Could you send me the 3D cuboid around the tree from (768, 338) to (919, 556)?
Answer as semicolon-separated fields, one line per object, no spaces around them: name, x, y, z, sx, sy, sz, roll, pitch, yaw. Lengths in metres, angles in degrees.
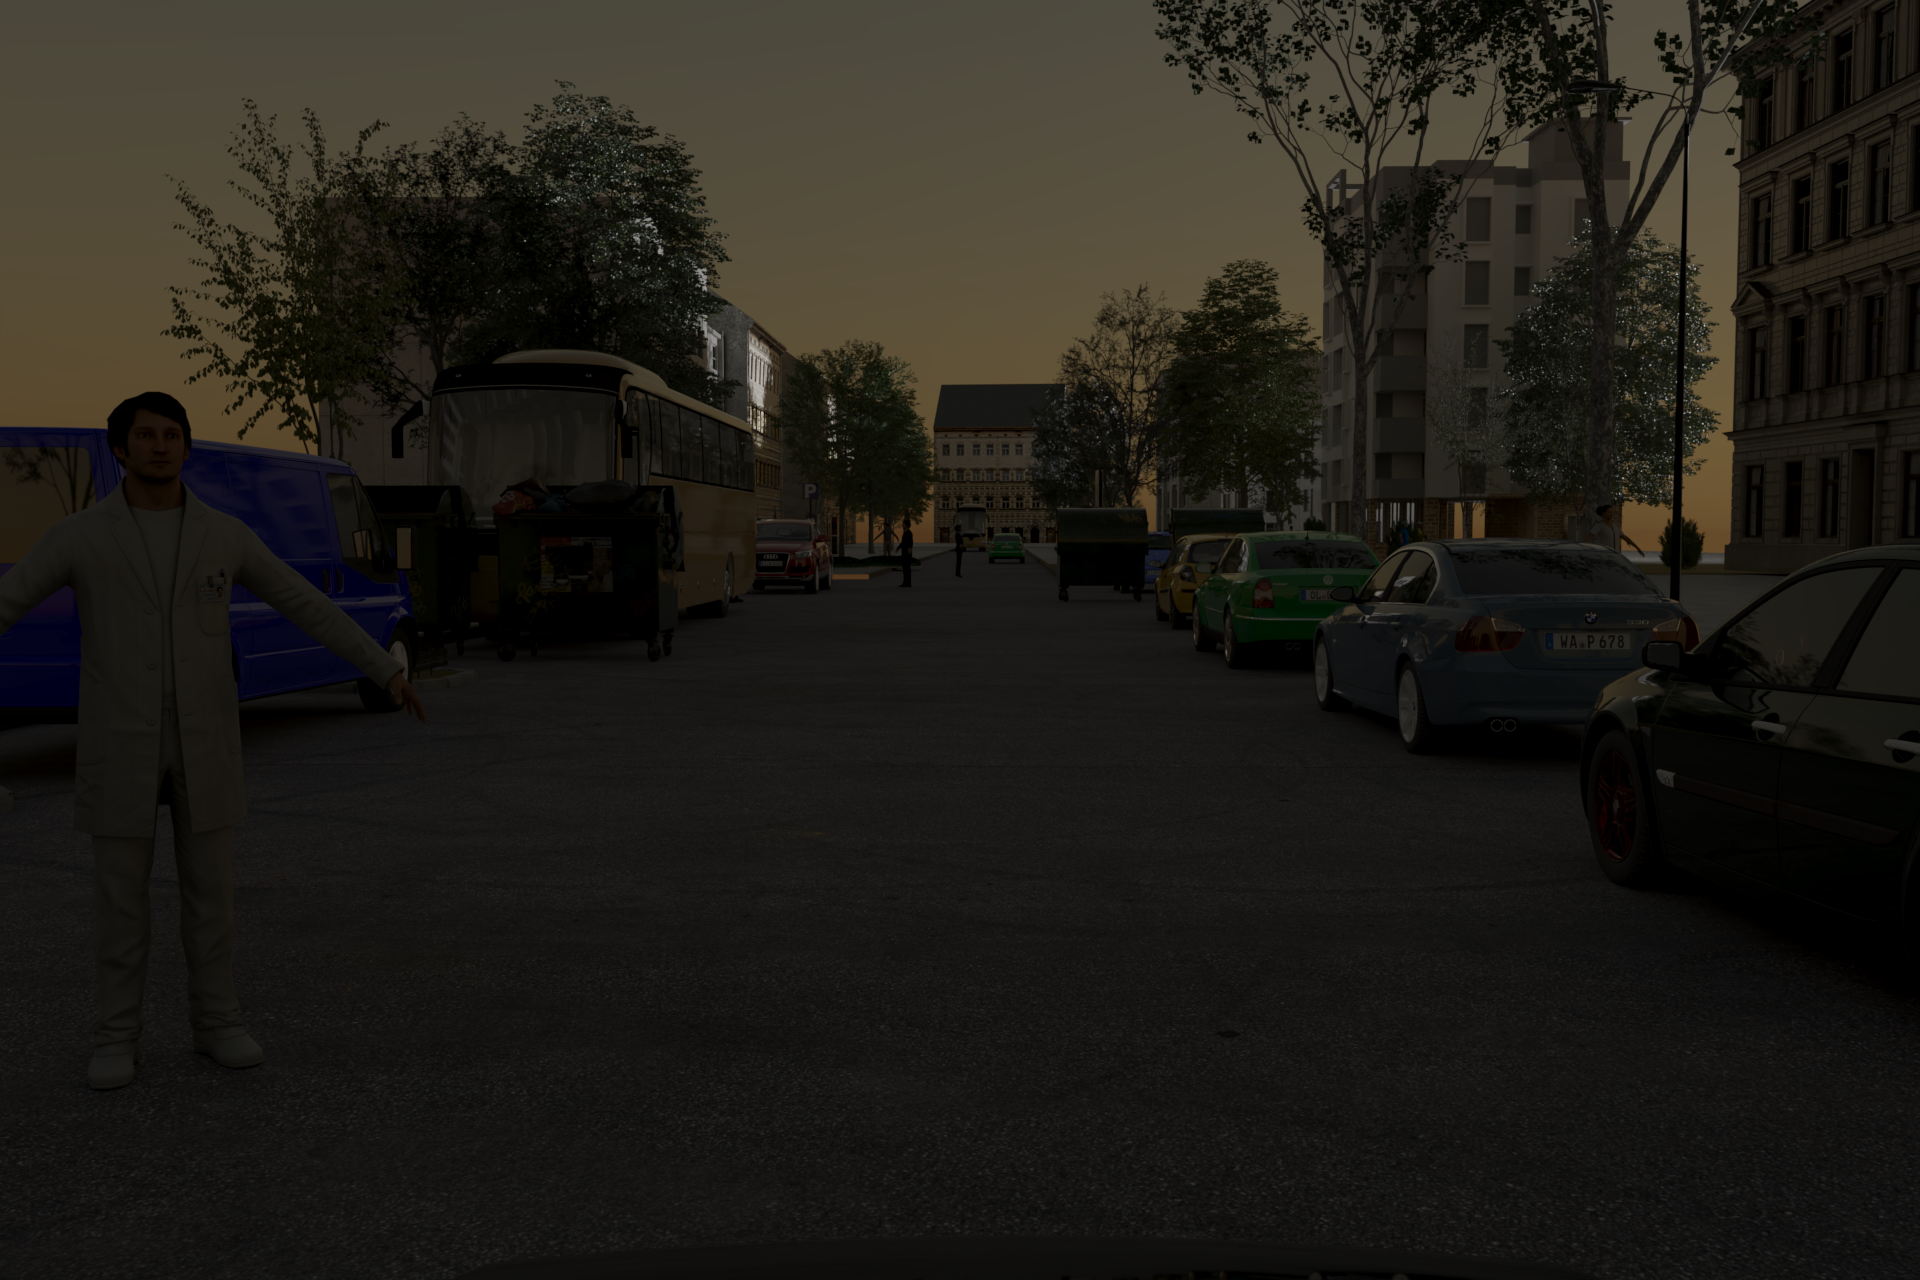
tree;-6.072;-10.091;90.747;9.928;11.665;9.643;0;3;0

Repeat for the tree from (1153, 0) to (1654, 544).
tree;11.834;-11.538;44.530;12.611;20.169;13.585;0;3;0

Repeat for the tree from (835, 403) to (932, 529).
tree;-5.611;-12.403;128.549;9.928;11.665;9.643;0;3;0

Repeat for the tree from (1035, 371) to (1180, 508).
tree;8.676;-10.007;98.031;8.767;10.594;7.601;-1;4;-18

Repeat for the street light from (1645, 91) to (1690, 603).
street light;7.971;-2.770;17.835;1.470;5.913;1.316;0;4;1

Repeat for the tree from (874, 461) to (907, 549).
tree;-5.706;-12.030;147.045;4.737;8.622;4.395;0;3;0

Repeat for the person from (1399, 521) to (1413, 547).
person;17.676;-3.833;68.790;0.704;1.817;1.347;2;4;31

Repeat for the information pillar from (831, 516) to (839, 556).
information pillar;-5.131;-4.066;70.978;0.304;2.012;0.304;0;4;2

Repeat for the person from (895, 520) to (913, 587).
person;-1.473;-2.335;46.821;0.705;1.806;1.347;-1;4;-18

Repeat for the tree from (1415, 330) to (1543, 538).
tree;18.161;-6.873;62.742;4.360;8.622;3.978;0;3;0

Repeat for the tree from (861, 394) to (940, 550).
tree;-5.444;-13.456;138.131;7.486;12.596;7.792;0;3;0

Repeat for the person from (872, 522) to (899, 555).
person;-3.185;-4.226;75.369;1.348;1.796;0.705;-2;4;-32

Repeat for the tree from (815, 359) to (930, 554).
tree;-5.734;-11.849;111.854;7.486;12.596;7.792;0;3;0

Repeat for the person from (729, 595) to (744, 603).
person;-4.730;-1.710;36.197;0.705;1.856;1.354;1;4;17

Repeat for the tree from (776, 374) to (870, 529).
tree;-6.816;-7.921;79.879;4.360;8.622;3.978;0;3;0

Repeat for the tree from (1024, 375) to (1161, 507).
tree;9.952;-13.457;130.394;12.009;13.543;11.850;0;3;0

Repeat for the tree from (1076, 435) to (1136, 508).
tree;9.345;-10.290;118.600;4.360;8.622;3.978;0;3;0

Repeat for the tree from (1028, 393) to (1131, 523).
tree;10.348;-14.824;149.024;9.857;13.997;8.962;0;3;0

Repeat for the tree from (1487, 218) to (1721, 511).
tree;26.581;-10.066;71.236;9.857;13.997;8.962;0;3;0

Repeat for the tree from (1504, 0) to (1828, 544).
tree;11.086;-10.394;25.829;12.611;20.169;13.585;0;3;0

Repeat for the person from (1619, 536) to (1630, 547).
person;18.604;-2.675;49.910;1.345;1.807;0.704;1;4;17

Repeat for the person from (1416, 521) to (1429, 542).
person;20.029;-4.245;75.379;0.705;1.833;1.349;3;5;42

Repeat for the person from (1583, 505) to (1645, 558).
person;10.046;-1.221;26.729;1.217;1.739;0.721;-1;4;-20

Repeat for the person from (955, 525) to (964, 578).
person;0.041;-2.931;57.104;0.721;1.740;1.216;0;4;-1

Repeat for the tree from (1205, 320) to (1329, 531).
tree;10.653;-6.629;58.739;4.737;8.622;4.395;0;3;0

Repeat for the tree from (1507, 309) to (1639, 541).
tree;20.271;-6.478;56.279;4.360;8.622;3.978;0;3;0

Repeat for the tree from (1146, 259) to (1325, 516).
tree;11.513;-9.429;72.296;7.486;12.596;7.792;0;3;0

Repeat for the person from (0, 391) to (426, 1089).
person;-2.127;0.246;4.619;1.347;1.806;0.705;-2;4;-34

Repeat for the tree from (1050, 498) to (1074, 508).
tree;10.142;-12.742;158.695;4.737;8.622;4.395;0;3;0

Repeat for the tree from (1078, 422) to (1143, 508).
tree;8.895;-9.597;107.271;4.360;8.622;3.978;0;3;0

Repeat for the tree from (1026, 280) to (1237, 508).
tree;8.346;-10.662;84.694;12.009;13.543;11.850;0;3;0

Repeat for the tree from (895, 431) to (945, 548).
tree;-4.886;-14.360;160.549;9.928;11.665;9.643;0;3;0

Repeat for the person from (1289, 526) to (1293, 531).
person;18.084;-5.357;94.300;1.216;1.740;0.721;-1;4;-17

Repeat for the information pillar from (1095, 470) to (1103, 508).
information pillar;5.144;-4.452;64.105;0.184;3.620;1.656;0;4;0
